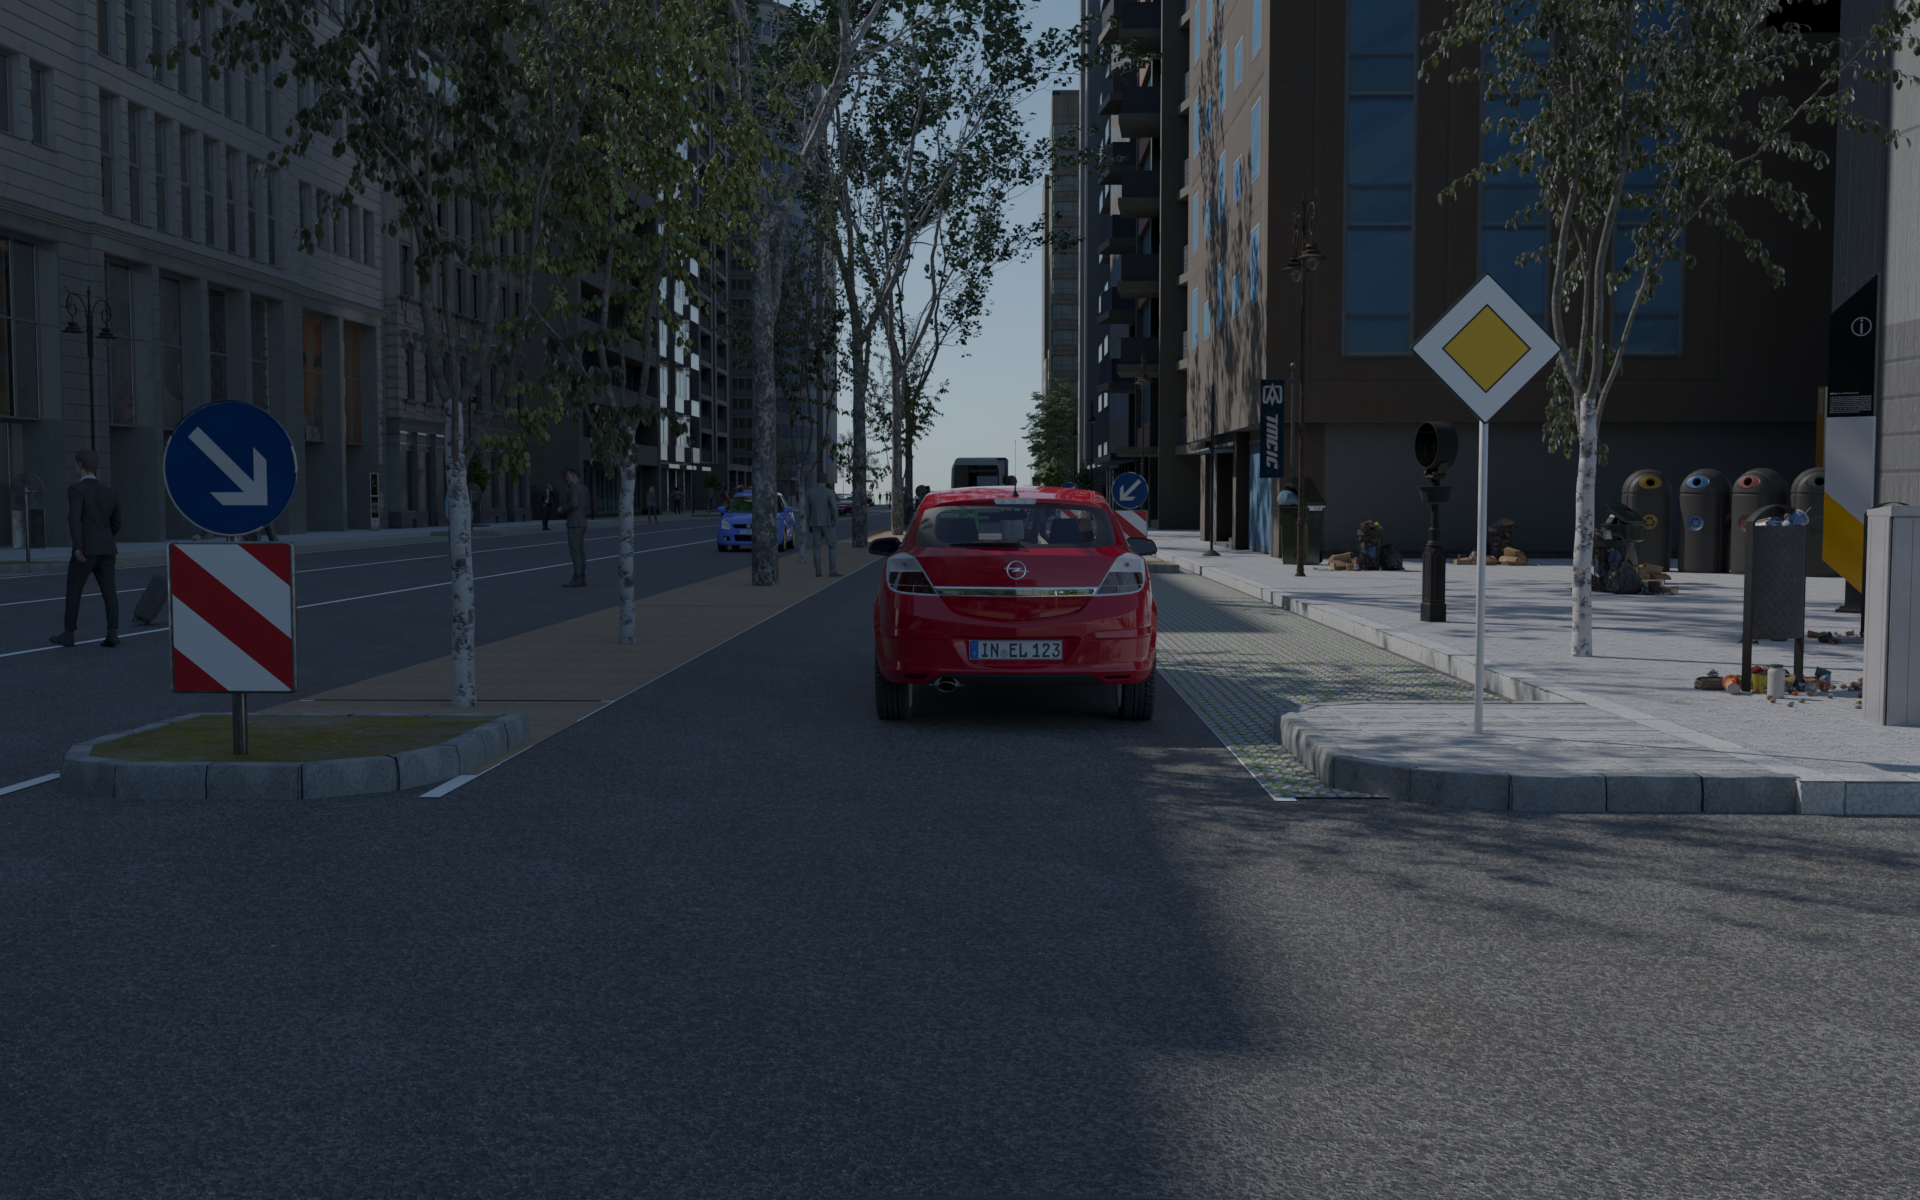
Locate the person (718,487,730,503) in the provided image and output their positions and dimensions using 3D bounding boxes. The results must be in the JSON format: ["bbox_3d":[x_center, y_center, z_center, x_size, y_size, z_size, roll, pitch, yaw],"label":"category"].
[{"bbox_3d":[-17.872,-7.686,131.796,0.705,1.812,1.348,2,4,34],"label":"person"}]

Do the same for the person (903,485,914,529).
[{"bbox_3d":[-2.096,-3.806,70.910,0.537,1.800,0.526,-2,4,-34],"label":"person"}]

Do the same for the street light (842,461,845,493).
[{"bbox_3d":[-15.226,-15.484,225.949,0.468,5.910,1.993,0,4,1],"label":"street light"}]

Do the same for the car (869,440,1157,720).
[{"bbox_3d":[0.382,-0.209,12.464,2.155,1.783,4.494,0,4,1],"label":"car"}]

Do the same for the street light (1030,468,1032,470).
[{"bbox_3d":[9.966,-16.526,242.994,0.468,5.910,1.993,0,4,1],"label":"street light"}]

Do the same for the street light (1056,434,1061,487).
[{"bbox_3d":[7.500,-9.710,131.538,0.468,5.910,1.993,0,4,1],"label":"street light"}]

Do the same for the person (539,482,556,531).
[{"bbox_3d":[-16.153,-3.673,67.915,0.474,1.900,0.648,2,4,33],"label":"person"}]

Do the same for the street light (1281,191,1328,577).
[{"bbox_3d":[5.298,-3.303,26.787,0.468,5.910,1.993,0,4,1],"label":"street light"}]

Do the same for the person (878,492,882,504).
[{"bbox_3d":[-11.150,-14.200,241.590,0.541,1.710,0.530,-1,4,-22],"label":"person"}]

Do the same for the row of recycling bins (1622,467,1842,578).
[{"bbox_3d":[12.422,-1.275,27.967,1.069,1.692,3.534,-3,5,-45],"label":"row of recycling bins"}]

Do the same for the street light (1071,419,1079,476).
[{"bbox_3d":[6.868,-8.001,103.604,0.468,5.910,1.993,0,4,1],"label":"street light"}]

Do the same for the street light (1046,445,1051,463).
[{"bbox_3d":[8.116,-11.411,159.363,0.468,5.910,1.993,0,4,1],"label":"street light"}]

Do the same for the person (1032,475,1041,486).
[{"bbox_3d":[1.735,-1.758,37.208,0.822,1.834,0.622,2,4,26],"label":"person"}]

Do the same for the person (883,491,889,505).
[{"bbox_3d":[-9.621,-13.443,228.237,1.348,1.831,0.705,-1,4,-9],"label":"person"}]

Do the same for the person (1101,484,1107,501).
[{"bbox_3d":[7.346,-5.025,88.338,0.705,1.807,1.348,0,4,3],"label":"person"}]

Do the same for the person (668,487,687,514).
[{"bbox_3d":[-17.854,-6.279,109.420,1.217,1.736,0.721,0,4,-7],"label":"person"}]

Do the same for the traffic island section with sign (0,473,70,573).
[{"bbox_3d":[-17.533,-1.429,31.992,1.989,1.847,2.006,0,4,1],"label":"traffic island section with sign"}]

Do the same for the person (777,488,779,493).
[{"bbox_3d":[-16.825,-9.425,160.284,0.705,1.807,1.348,2,4,29],"label":"person"}]

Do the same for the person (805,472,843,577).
[{"bbox_3d":[-2.363,-1.299,29.843,0.635,1.810,0.391,1,4,11],"label":"person"}]

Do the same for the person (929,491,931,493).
[{"bbox_3d":[-3.103,-9.883,170.541,0.683,1.767,0.568,0,4,-4],"label":"person"}]

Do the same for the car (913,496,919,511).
[{"bbox_3d":[-3.051,-7.926,141.953,2.083,1.381,4.827,0,4,3],"label":"car"}]

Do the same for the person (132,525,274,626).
[{"bbox_3d":[-8.328,-0.642,19.212,1.509,1.804,0.699,-1,4,-16],"label":"person"}]

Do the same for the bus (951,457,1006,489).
[{"bbox_3d":[1.017,-6.035,93.529,2.948,3.499,13.247,0,4,2],"label":"bus"}]

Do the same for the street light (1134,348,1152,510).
[{"bbox_3d":[5.801,-5.027,54.973,0.468,5.910,1.993,0,4,1],"label":"street light"}]

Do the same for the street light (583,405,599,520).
[{"bbox_3d":[-18.380,-6.950,86.418,0.468,5.910,1.993,0,4,1],"label":"street light"}]

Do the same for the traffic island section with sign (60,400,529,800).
[{"bbox_3d":[-3.527,-0.057,9.065,2.006,1.907,1.989,0,4,1],"label":"traffic island section with sign"}]

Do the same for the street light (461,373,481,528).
[{"bbox_3d":[-18.747,-5.718,66.273,0.468,5.910,1.993,0,4,1],"label":"street light"}]

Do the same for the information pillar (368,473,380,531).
[{"bbox_3d":[-20.287,-3.393,59.974,0.304,2.012,0.304,-2,4,-26],"label":"information pillar"}]

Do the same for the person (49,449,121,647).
[{"bbox_3d":[-8.209,-0.487,16.245,0.755,1.850,0.659,2,4,26],"label":"person"}]

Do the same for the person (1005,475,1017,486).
[{"bbox_3d":[0.935,-1.273,29.876,0.480,1.755,0.524,0,4,8],"label":"person"}]

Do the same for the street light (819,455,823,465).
[{"bbox_3d":[-15.930,-13.793,198.302,0.468,5.910,1.993,0,4,1],"label":"street light"}]

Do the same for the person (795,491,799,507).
[{"bbox_3d":[-16.514,-10.302,175.952,0.415,1.643,0.593,1,4,21],"label":"person"}]

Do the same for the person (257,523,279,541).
[{"bbox_3d":[-17.100,-2.071,42.630,0.678,1.792,0.850,2,4,31],"label":"person"}]

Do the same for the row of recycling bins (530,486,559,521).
[{"bbox_3d":[-21.188,-4.709,84.100,3.534,1.692,1.069,-2,4,-34],"label":"row of recycling bins"}]

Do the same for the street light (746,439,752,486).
[{"bbox_3d":[-17.265,-10.355,142.097,0.468,5.910,1.993,0,4,1],"label":"street light"}]

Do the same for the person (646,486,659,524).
[{"bbox_3d":[-14.811,-4.564,83.299,0.537,1.800,0.526,2,4,30],"label":"person"}]

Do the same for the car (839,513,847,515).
[{"bbox_3d":[-8.872,-6.573,119.831,2.083,1.381,4.827,0,4,2],"label":"car"}]

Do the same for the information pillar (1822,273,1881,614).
[{"bbox_3d":[9.591,-1.668,18.627,0.504,3.616,0.183,3,5,44],"label":"information pillar"}]

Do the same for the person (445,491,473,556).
[{"bbox_3d":[-11.534,-1.926,39.850,0.638,1.841,0.748,-1,4,-20],"label":"person"}]

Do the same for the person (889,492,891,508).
[{"bbox_3d":[-6.901,-10.008,172.935,0.445,1.727,0.742,-2,4,-32],"label":"person"}]

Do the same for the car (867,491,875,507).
[{"bbox_3d":[-11.058,-11.772,201.152,2.281,1.827,5.304,0,4,2],"label":"car"}]

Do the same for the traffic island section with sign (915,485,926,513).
[{"bbox_3d":[-1.892,-4.651,84.186,2.006,1.907,1.989,0,4,1],"label":"traffic island section with sign"}]

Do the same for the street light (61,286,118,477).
[{"bbox_3d":[-19.334,-4.025,38.597,0.468,5.910,1.993,0,4,1],"label":"street light"}]

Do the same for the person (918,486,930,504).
[{"bbox_3d":[-1.492,-4.374,79.999,0.713,1.824,0.794,3,4,37],"label":"person"}]

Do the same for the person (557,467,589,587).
[{"bbox_3d":[-6.019,-1.135,26.861,0.447,1.846,0.655,0,4,2],"label":"person"}]

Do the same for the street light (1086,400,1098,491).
[{"bbox_3d":[6.385,-6.795,83.887,0.468,5.910,1.993,0,4,1],"label":"street light"}]

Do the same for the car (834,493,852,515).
[{"bbox_3d":[-7.740,-6.431,114.191,2.155,1.783,4.494,0,4,0],"label":"car"}]

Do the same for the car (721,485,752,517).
[{"bbox_3d":[-9.154,-4.119,76.025,2.281,1.827,5.304,0,4,3],"label":"car"}]

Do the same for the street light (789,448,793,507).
[{"bbox_3d":[-16.560,-12.034,169.542,0.468,5.910,1.993,0,4,1],"label":"street light"}]

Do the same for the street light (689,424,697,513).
[{"bbox_3d":[-17.648,-8.661,114.395,0.468,5.910,1.993,0,4,1],"label":"street light"}]

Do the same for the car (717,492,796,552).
[{"bbox_3d":[-5.174,-2.114,44.150,1.945,1.707,3.694,0,3,0],"label":"car"}]
